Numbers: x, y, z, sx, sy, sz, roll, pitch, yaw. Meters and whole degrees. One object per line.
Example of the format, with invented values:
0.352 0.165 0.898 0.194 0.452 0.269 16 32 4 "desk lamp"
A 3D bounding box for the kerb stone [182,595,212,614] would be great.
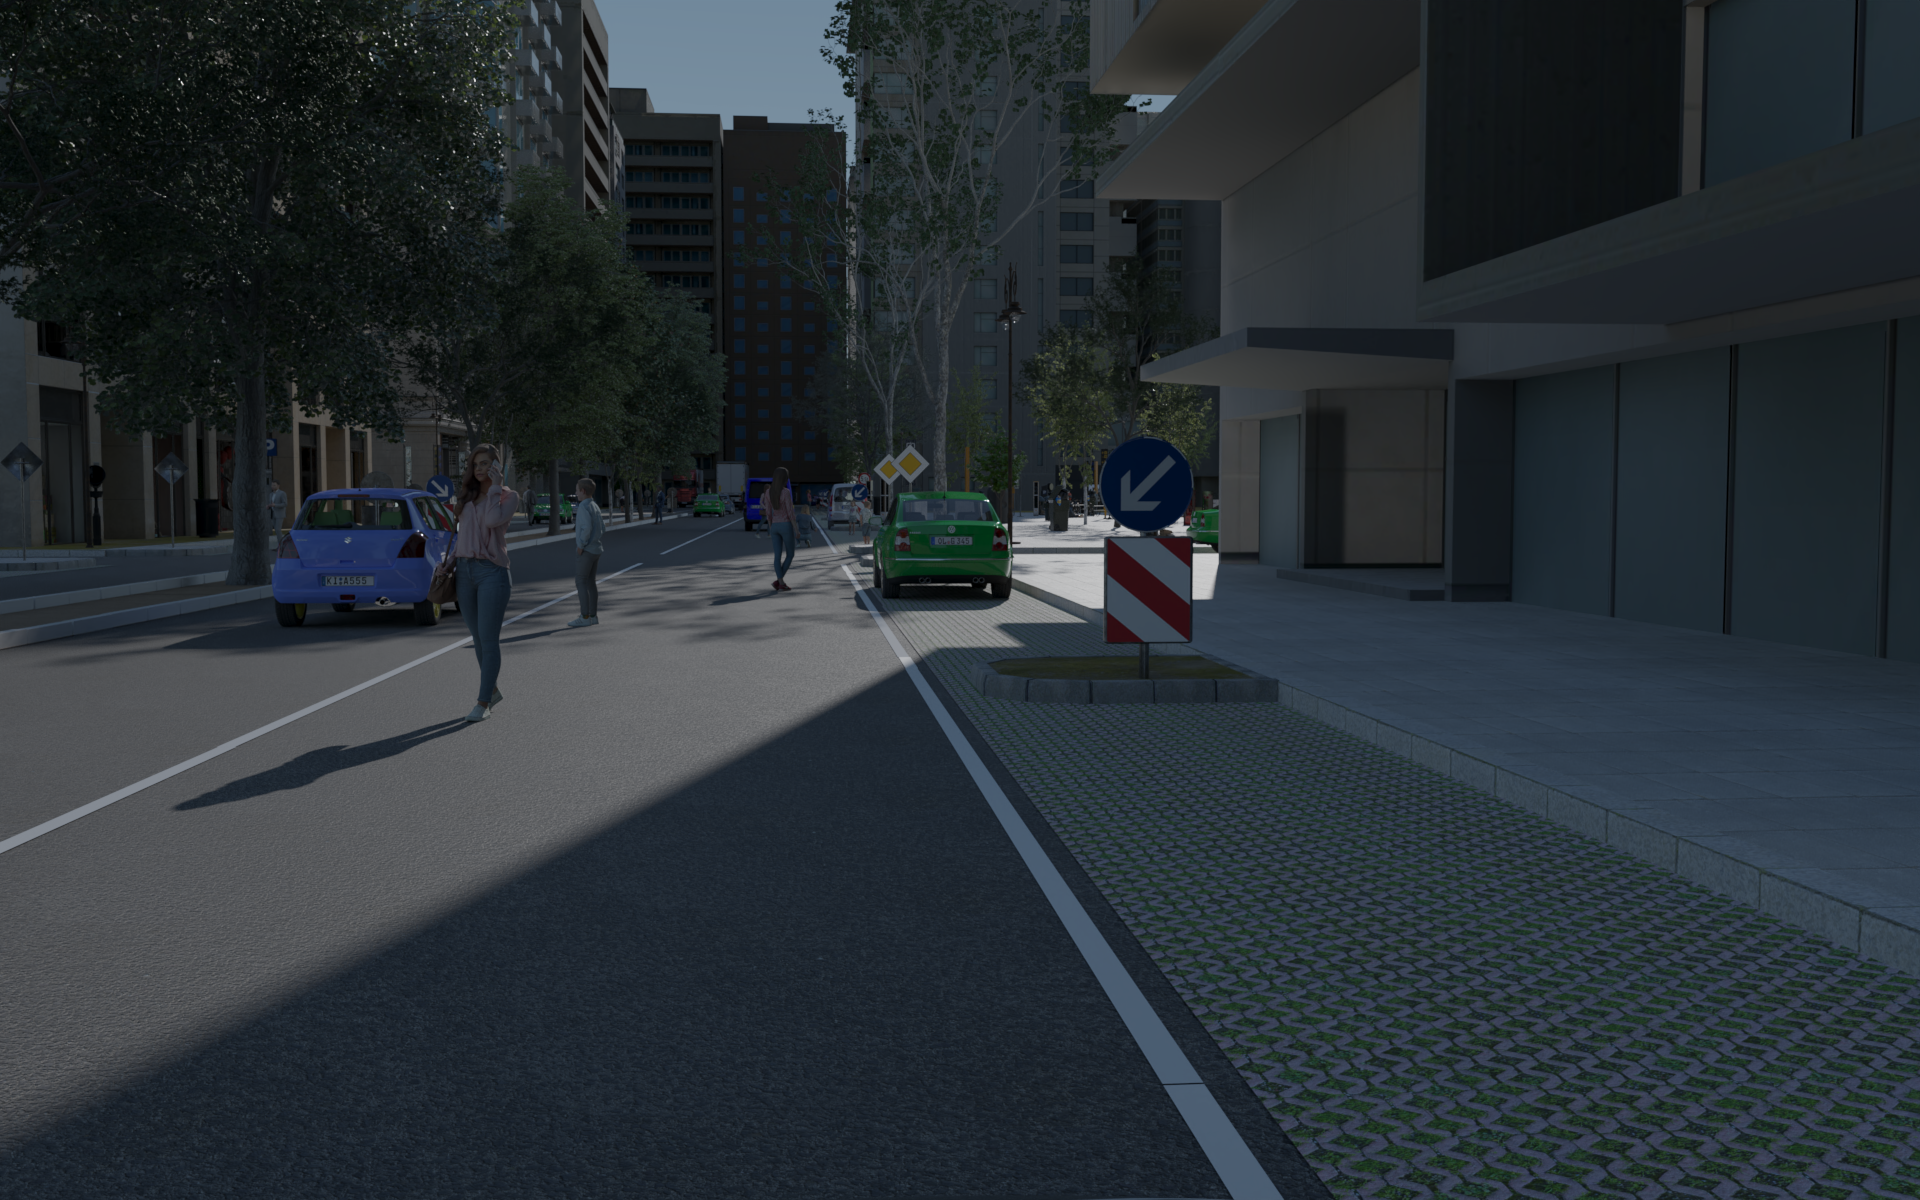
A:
-9.361 0.071 21.062 0.120 0.150 1.000 0 4 -5 "kerb stone"

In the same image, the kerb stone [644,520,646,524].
-15.079 -3.646 81.851 0.120 0.150 1.000 0 4 -5 "kerb stone"

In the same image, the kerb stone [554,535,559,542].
-12.299 -1.838 52.249 0.120 0.150 1.000 0 4 -5 "kerb stone"

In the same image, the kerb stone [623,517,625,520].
-18.239 -4.321 92.881 0.120 0.150 1.000 0 4 -5 "kerb stone"

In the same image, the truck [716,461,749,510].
-20.142 -10.132 154.566 2.839 4.237 11.283 0 4 -4 "truck"

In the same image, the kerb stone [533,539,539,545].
-11.924 -1.589 48.172 0.120 0.150 1.000 0 4 -5 "kerb stone"

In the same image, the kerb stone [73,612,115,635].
-9.065 0.259 18.002 0.120 0.150 1.000 0 4 -5 "kerb stone"

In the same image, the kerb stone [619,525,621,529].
-14.023 -2.955 70.635 0.120 0.150 1.000 0 4 -5 "kerb stone"

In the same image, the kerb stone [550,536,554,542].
-12.203 -1.776 51.231 0.120 0.150 1.000 0 4 -5 "kerb stone"

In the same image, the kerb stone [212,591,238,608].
-9.461 0.012 22.080 0.120 0.150 1.000 0 4 -5 "kerb stone"

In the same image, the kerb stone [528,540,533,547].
-11.822 -1.527 47.155 0.120 0.150 1.000 0 4 -5 "kerb stone"

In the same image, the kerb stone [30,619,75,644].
-8.976 0.326 16.974 0.120 0.150 1.000 0 4 -5 "kerb stone"

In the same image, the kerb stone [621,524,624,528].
-14.124 -3.025 71.652 0.120 0.150 1.000 0 4 -5 "kerb stone"

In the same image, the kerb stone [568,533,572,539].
-12.587 -2.024 55.302 0.120 0.150 1.000 0 4 -5 "kerb stone"

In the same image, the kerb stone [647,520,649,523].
-15.274 -3.773 83.892 0.120 0.150 1.000 0 4 -5 "kerb stone"

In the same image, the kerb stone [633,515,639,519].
-19.198 -4.947 103.080 0.120 0.150 1.000 0 4 -5 "kerb stone"

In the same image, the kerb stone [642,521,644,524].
-14.991 -3.586 80.831 0.120 0.150 1.000 0 4 -5 "kerb stone"

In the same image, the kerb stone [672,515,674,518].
-16.814 -4.773 100.241 0.120 0.150 1.000 0 4 -5 "kerb stone"

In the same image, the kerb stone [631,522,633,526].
-14.507 -3.275 75.735 0.120 0.150 1.000 0 4 -5 "kerb stone"

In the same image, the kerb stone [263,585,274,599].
-9.649 -0.118 24.127 0.120 0.150 1.000 0 4 -5 "kerb stone"

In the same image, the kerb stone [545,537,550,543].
-12.106 -1.711 50.208 0.120 0.150 1.000 0 4 -5 "kerb stone"

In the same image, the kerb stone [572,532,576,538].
-12.679 -2.085 56.331 0.120 0.150 1.000 0 4 -5 "kerb stone"

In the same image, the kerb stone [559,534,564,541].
-12.394 -1.900 53.266 0.120 0.150 1.000 0 4 -5 "kerb stone"

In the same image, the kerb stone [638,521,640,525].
-14.797 -3.462 78.793 0.120 0.150 1.000 0 4 -5 "kerb stone"

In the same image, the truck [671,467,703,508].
-28.915 -11.939 184.119 2.839 4.237 11.283 0 4 -4 "truck"

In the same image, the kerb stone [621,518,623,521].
-18.135 -4.261 91.864 0.120 0.150 1.000 0 4 -5 "kerb stone"

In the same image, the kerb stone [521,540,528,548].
-11.724 -1.463 46.137 0.120 0.150 1.000 0 4 -5 "kerb stone"

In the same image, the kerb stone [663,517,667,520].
-16.339 -4.455 95.137 0.120 0.150 1.000 0 4 -5 "kerb stone"

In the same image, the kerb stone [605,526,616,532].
-13.828 -2.838 68.591 0.120 0.150 1.000 0 4 -5 "kerb stone"

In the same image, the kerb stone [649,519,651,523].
-15.375 -3.835 84.909 0.120 0.150 1.000 0 4 -5 "kerb stone"

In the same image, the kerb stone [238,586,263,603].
-9.555 -0.053 23.107 0.120 0.150 1.000 0 4 -5 "kerb stone"

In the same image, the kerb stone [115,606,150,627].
-9.171 0.194 19.018 0.120 0.150 1.000 0 4 -5 "kerb stone"

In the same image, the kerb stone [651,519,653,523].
-15.466 -3.892 85.942 0.120 0.150 1.000 0 4 -5 "kerb stone"

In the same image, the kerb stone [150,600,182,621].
-9.266 0.132 20.036 0.120 0.150 1.000 0 4 -5 "kerb stone"

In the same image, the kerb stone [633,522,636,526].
-14.598 -3.337 76.754 0.120 0.150 1.000 0 4 -5 "kerb stone"

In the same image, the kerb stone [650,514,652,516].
-19.864 -5.383 110.221 0.120 0.150 1.000 0 4 -5 "kerb stone"

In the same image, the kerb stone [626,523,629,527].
-14.320 -3.150 73.691 0.120 0.150 1.000 0 4 -5 "kerb stone"

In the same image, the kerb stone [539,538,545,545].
-12.001 -1.651 49.191 0.120 0.150 1.000 0 4 -5 "kerb stone"

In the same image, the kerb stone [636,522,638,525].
-14.697 -3.397 77.773 0.120 0.150 1.000 0 4 -5 "kerb stone"

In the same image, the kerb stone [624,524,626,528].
-14.224 -3.085 72.673 0.120 0.150 1.000 0 4 -5 "kerb stone"

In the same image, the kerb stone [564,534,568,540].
-12.493 -1.963 54.284 0.120 0.150 1.000 0 4 -5 "kerb stone"

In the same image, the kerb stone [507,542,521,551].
-11.631 -1.402 45.119 0.120 0.150 1.000 0 4 -5 "kerb stone"

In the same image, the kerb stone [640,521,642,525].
-14.898 -3.518 79.810 0.120 0.150 1.000 0 4 -5 "kerb stone"

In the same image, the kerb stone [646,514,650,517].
-19.780 -5.322 109.202 0.120 0.150 1.000 0 4 -5 "kerb stone"

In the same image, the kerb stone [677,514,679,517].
-17.199 -5.022 104.315 0.120 0.150 1.000 0 4 -5 "kerb stone"

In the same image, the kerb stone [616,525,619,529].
-13.938 -2.900 69.614 0.120 0.150 1.000 0 4 -5 "kerb stone"

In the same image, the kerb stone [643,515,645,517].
-19.383 -5.072 105.124 0.120 0.150 1.000 0 4 -5 "kerb stone"

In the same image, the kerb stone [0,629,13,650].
-8.879 0.382 15.956 0.120 0.150 1.000 0 4 -5 "kerb stone"

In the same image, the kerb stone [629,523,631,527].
-14.407 -3.212 74.712 0.120 0.150 1.000 0 4 -5 "kerb stone"

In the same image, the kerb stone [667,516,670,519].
-16.523 -4.584 97.183 0.120 0.150 1.000 0 4 -5 "kerb stone"
